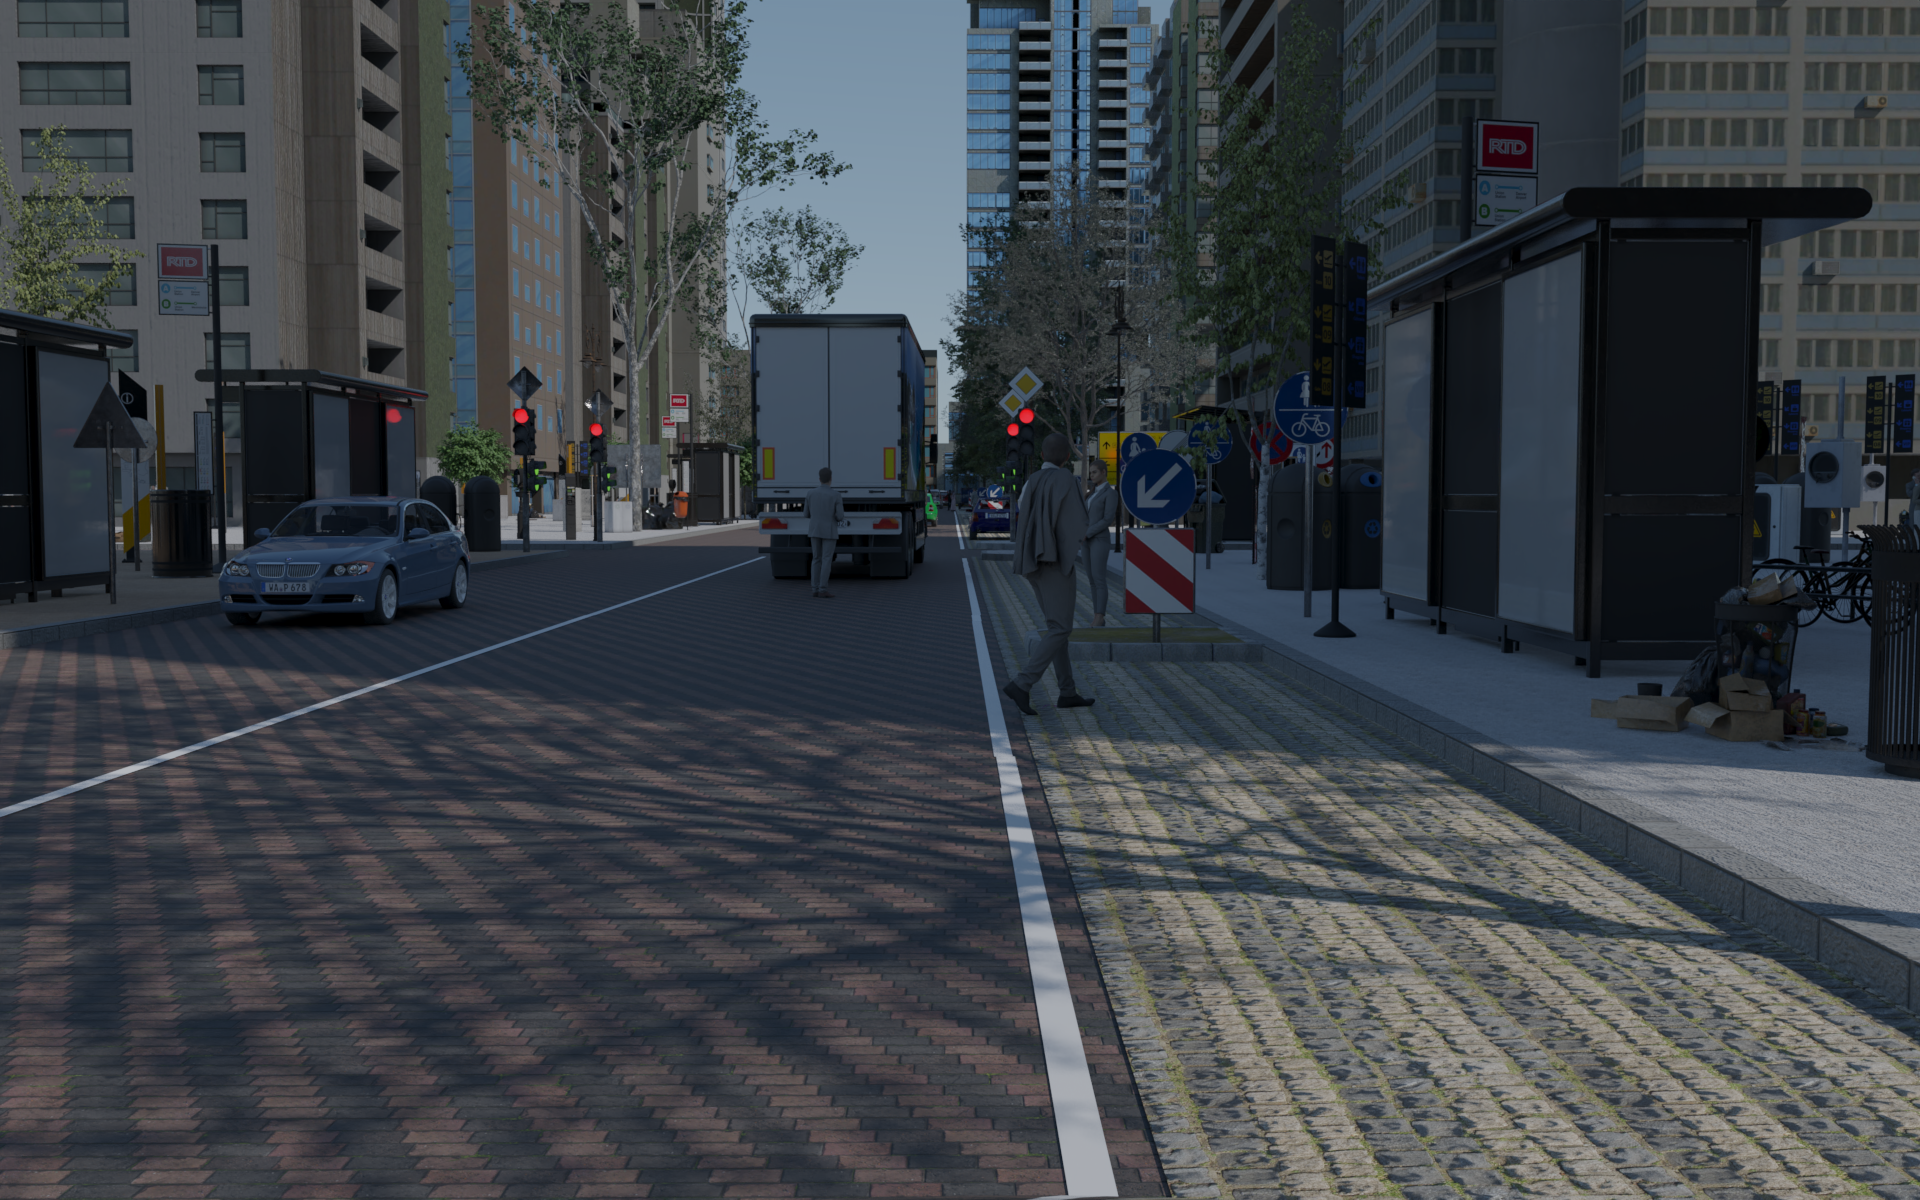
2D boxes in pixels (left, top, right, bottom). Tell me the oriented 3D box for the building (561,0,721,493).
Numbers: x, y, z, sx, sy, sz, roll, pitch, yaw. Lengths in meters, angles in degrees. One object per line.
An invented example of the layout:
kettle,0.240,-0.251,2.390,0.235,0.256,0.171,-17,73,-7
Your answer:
building,-35.765,-33.511,171.605,21.600,48.544,21.300,0,4,0

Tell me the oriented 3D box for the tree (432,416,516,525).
tree,-20.517,-5.465,73.066,4.285,4.588,4.351,0,3,0

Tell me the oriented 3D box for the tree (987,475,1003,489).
tree,3.612,-10.366,164.093,1.663,3.219,1.824,0,3,0

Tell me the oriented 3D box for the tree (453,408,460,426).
tree,-29.990,-8.922,96.243,4.360,8.622,3.978,0,3,0

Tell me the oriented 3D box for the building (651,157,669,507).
building,-32.158,-22.653,142.080,14.160,30.474,14.107,0,4,0

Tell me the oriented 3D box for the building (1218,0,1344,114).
building,27.730,-29.384,104.134,21.300,48.544,21.600,0,4,0

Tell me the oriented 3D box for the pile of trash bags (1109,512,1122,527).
pile of trash bags,4.542,-3.549,67.776,3.447,1.369,1.912,-1,4,-8

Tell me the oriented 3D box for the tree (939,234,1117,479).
tree,3.605,-11.012,86.693,9.857,13.997,8.962,0,3,0

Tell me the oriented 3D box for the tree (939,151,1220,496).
tree,4.455,-9.344,63.149,12.009,13.543,11.850,0,3,0

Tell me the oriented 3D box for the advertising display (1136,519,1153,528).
advertising display,7.417,-4.031,71.113,0.974,1.923,0.123,3,5,43

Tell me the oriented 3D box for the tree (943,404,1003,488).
tree,2.826,-16.866,192.765,9.611,12.733,9.660,0,3,0

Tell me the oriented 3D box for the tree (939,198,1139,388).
tree,5.027,-15.493,109.199,12.611,20.169,13.585,0,3,0

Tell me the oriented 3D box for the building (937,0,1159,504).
building,12.502,-55.985,228.019,31.000,86.520,22.319,0,4,0

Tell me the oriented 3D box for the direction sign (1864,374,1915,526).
direction sign,17.707,-2.511,33.053,0.379,3.537,0.876,-3,4,-38

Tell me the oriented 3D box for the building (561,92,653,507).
building,-31.330,-21.792,128.003,14.160,30.474,14.107,0,4,0

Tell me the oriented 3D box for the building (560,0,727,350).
building,-42.276,-48.281,227.637,20.611,71.187,20.563,0,4,0

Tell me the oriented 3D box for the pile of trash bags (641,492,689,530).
pile of trash bags,-10.713,-3.217,62.343,1.912,1.369,3.447,-3,4,-38

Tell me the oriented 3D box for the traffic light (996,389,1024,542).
traffic light,1.390,-3.496,46.086,0.839,4.253,0.868,0,4,0

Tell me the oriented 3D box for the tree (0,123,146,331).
tree,-18.199,-5.096,33.684,4.737,8.622,4.395,0,3,0

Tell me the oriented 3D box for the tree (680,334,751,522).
tree,-10.625,-7.870,79.042,4.360,8.622,3.978,0,3,0

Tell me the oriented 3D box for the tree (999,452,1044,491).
tree,3.572,-6.802,94.932,4.285,4.588,4.351,0,3,0

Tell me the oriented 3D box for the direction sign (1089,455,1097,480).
direction sign,7.961,-6.680,101.217,0.876,3.537,0.379,0,4,-2

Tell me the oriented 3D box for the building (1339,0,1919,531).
building,30.415,-23.444,75.184,23.993,40.220,32.217,0,4,0

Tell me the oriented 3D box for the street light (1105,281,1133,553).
street light,3.455,-3.973,37.747,0.468,5.910,1.993,0,4,0

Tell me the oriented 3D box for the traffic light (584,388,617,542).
traffic light,-9.571,-3.492,46.014,0.839,4.253,0.868,0,4,0

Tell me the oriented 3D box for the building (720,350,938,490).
building,-17.500,-23.716,232.797,28.899,21.520,27.650,0,4,0

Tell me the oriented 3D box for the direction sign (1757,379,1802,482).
direction sign,16.277,-2.602,34.546,0.379,3.537,0.876,-3,5,-42

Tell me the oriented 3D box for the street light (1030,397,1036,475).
street light,3.262,-6.510,79.225,0.468,5.910,1.993,0,4,0

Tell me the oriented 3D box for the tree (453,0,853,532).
tree,-9.628,-12.378,58.270,12.611,20.169,13.585,0,3,0

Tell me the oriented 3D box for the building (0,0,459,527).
building,-30.275,-18.408,72.665,14.160,30.474,14.107,0,4,0

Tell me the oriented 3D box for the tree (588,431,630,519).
tree,-18.099,-6.532,90.509,4.285,4.588,4.351,0,3,0

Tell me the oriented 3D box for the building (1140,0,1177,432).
building,29.466,-33.516,167.588,23.786,49.044,30.456,0,4,0

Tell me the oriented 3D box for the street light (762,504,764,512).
street light,-10.231,-7.146,89.627,0.468,5.910,1.993,0,4,0

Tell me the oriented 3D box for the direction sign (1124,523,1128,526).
direction sign,6.571,-4.739,69.483,0.379,3.537,0.876,-1,4,-13

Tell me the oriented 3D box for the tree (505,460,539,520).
tree,-21.351,-5.506,84.622,1.663,3.219,1.824,0,3,0

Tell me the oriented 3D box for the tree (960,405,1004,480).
tree,3.892,-16.103,181.408,7.486,12.596,7.792,0,3,0

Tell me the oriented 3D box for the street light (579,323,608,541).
street light,-9.911,-4.536,46.953,0.468,5.910,1.993,0,4,0

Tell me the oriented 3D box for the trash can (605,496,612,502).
trash can,-22.251,-5.952,108.968,0.748,1.137,0.748,0,3,0

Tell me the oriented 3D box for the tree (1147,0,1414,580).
tree,4.606,-4.621,25.910,4.737,8.622,4.395,0,3,0

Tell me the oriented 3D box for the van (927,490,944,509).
van,-2.524,-9.851,168.076,2.013,2.044,4.112,0,4,1

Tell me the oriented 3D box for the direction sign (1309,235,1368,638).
direction sign,3.381,-1.438,15.513,0.379,3.537,0.876,3,5,45

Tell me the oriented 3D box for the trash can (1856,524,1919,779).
trash can,4.492,0.230,7.900,0.748,1.137,0.748,0,3,0

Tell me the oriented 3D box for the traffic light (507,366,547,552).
traffic light,-9.530,-3.004,38.029,0.839,4.253,0.868,0,4,0

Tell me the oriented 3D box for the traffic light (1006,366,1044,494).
traffic light,1.431,-3.008,38.101,0.839,4.253,0.868,0,4,0

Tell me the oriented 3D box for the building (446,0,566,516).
building,-32.586,-27.812,104.840,14.600,45.320,14.200,0,4,0

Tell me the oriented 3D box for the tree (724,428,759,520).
tree,-10.570,-6.236,85.665,4.285,4.588,4.351,0,3,0

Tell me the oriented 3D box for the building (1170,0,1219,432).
building,24.479,-28.223,145.048,14.154,41.232,14.086,0,4,0

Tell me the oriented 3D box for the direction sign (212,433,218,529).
direction sign,-27.413,-4.381,63.627,0.379,3.537,0.876,1,4,10

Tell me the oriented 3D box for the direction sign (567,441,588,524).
direction sign,-16.257,-4.995,73.663,0.876,3.537,0.379,0,4,-6

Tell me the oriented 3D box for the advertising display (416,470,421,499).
advertising display,-14.459,-2.494,45.986,0.123,1.923,0.974,0,4,-7

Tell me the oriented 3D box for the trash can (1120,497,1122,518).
trash can,7.231,-3.865,74.846,0.748,1.137,0.748,0,3,0

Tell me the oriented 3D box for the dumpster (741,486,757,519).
dumpster,-11.248,-5.163,90.179,1.264,1.857,1.865,0,4,0
